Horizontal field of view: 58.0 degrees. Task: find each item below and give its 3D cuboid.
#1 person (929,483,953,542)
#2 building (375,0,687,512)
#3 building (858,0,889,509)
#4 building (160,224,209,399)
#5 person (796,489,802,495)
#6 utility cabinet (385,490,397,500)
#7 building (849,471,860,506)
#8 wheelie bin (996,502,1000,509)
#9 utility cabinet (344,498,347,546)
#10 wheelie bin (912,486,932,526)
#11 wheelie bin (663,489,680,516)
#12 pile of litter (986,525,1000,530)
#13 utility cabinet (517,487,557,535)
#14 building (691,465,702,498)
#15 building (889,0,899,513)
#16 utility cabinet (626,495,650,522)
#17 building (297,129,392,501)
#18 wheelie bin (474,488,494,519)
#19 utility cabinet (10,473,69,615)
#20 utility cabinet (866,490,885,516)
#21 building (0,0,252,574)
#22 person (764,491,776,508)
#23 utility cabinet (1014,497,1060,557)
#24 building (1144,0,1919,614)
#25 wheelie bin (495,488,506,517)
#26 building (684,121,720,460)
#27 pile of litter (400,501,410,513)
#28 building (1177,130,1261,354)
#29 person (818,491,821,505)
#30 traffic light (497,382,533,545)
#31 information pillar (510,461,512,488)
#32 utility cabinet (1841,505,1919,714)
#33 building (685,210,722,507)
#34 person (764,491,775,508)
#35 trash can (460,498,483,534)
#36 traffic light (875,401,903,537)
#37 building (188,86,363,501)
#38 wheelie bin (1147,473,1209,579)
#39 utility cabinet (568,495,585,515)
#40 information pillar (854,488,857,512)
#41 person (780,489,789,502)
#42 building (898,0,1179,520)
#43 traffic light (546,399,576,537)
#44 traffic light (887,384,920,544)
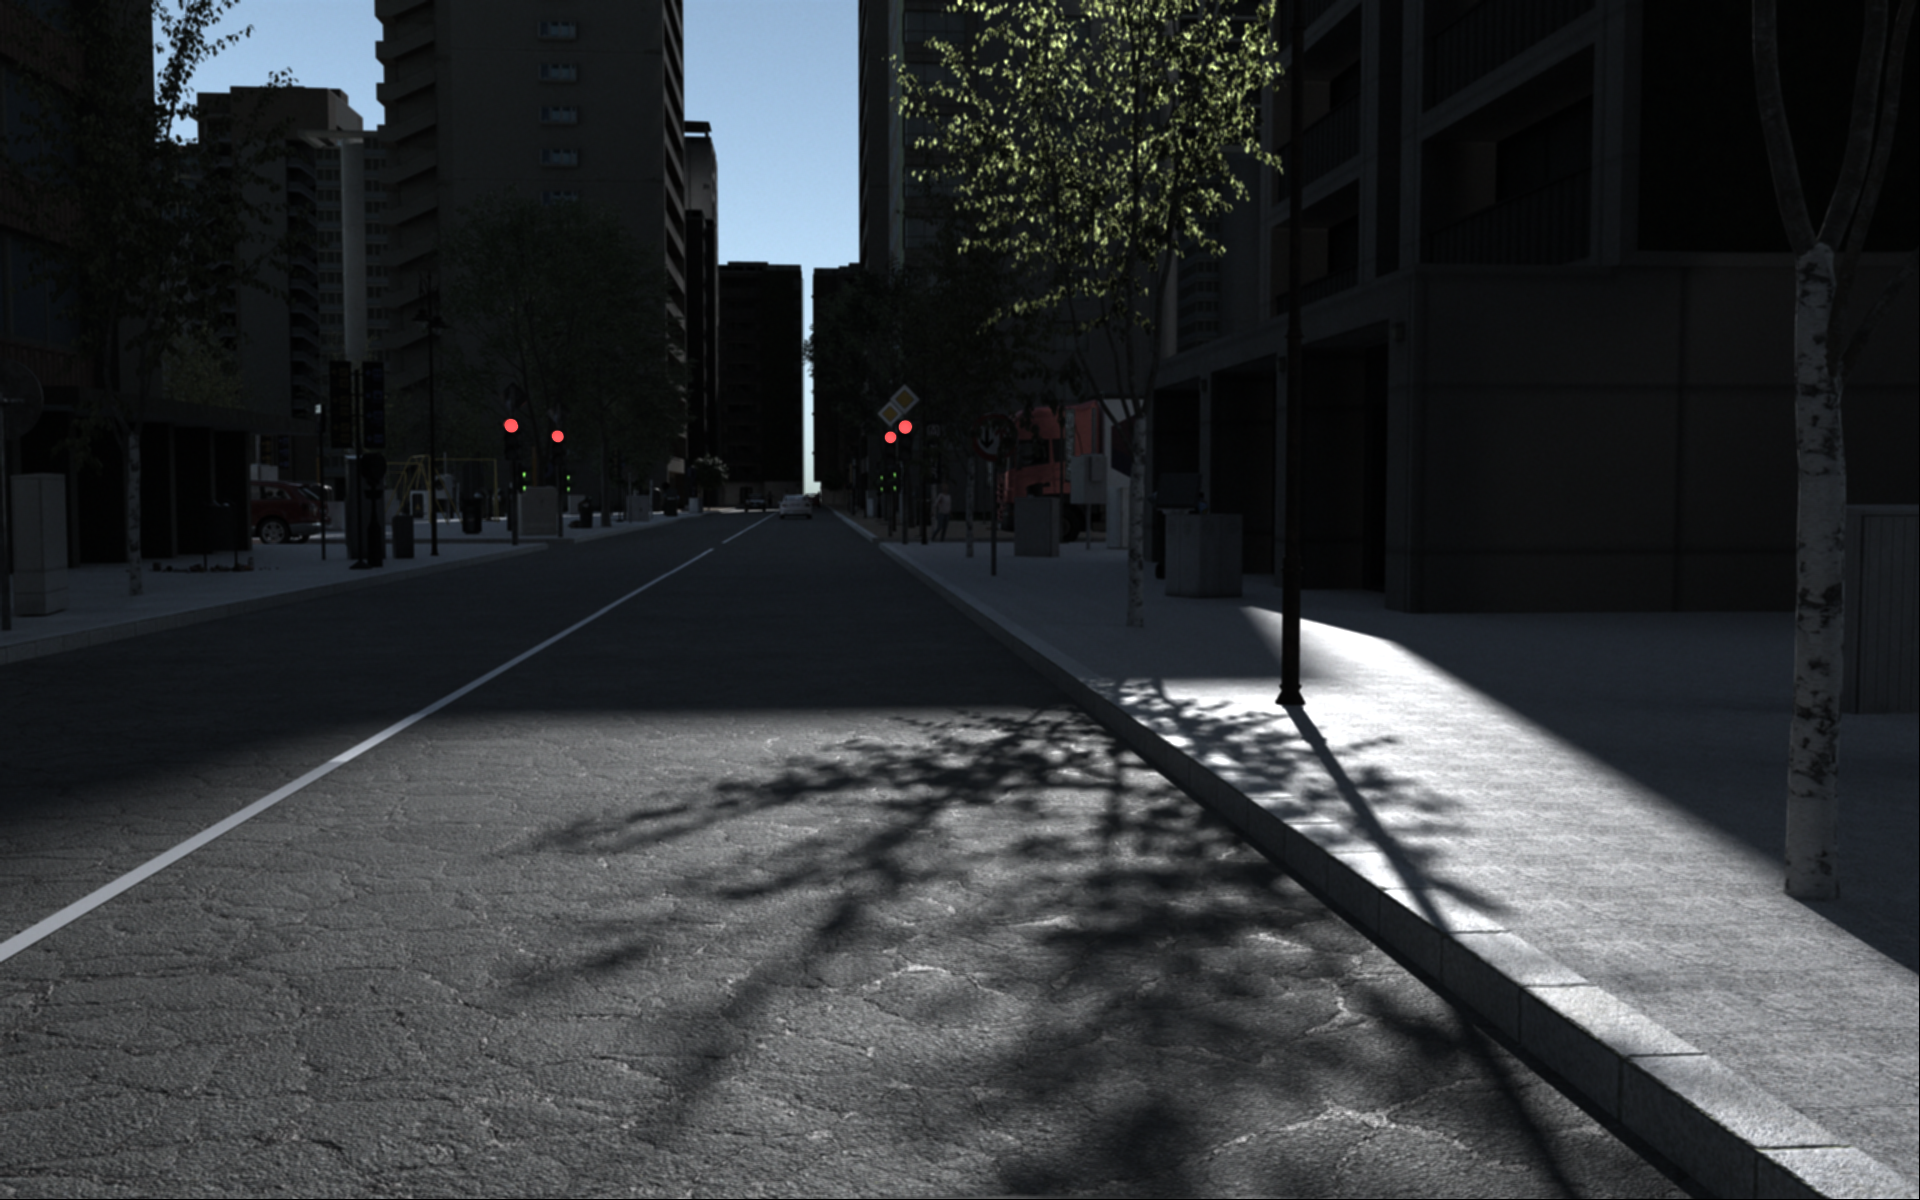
[{"bbox_3d":[-0.594,-2.327,47.225,0.598,1.740,0.731,2,4,32],"label":"person"},{"bbox_3d":[-32.944,-31.278,135.096,21.300,48.544,21.600,0,4,-5],"label":"building"},{"bbox_3d":[2.898,-31.499,138.713,21.300,48.544,21.600,0,4,-5],"label":"building"},{"bbox_3d":[-87.430,-25.423,187.367,14.107,30.474,14.160,0,4,-5],"label":"building"},{"bbox_3d":[-10.365,-6.363,113.210,0.598,1.740,0.731,3,5,43],"label":"person"},{"bbox_3d":[-29.529,-4.946,89.544,0.318,1.500,1.173,0,4,6],"label":"utility cabinet"},{"bbox_3d":[-1.824,-45.980,190.031,20.563,71.187,20.611,0,4,-5],"label":"building"},{"bbox_3d":[1.856,-3.972,72.848,0.693,1.594,0.980,1,4,13],"label":"wheelie bin"},{"bbox_3d":[-15.035,-1.970,43.364,0.306,1.237,1.020,0,4,8],"label":"utility cabinet"},{"bbox_3d":[-1.525,-3.802,70.063,0.980,1.594,0.693,-1,4,-10],"label":"wheelie bin"},{"bbox_3d":[-16.573,-5.599,99.452,0.980,1.594,0.693,0,4,-5],"label":"wheelie bin"},{"bbox_3d":[1.645,-2.916,61.644,1.176,0.858,1.719,-2,4,-30],"label":"pile of litter"},{"bbox_3d":[-13.036,-2.739,53.461,1.173,1.500,0.318,-3,4,-39],"label":"utility cabinet"},{"bbox_3d":[-34.009,-43.866,155.458,20.563,71.187,20.611,0,4,-5],"label":"building"},{"bbox_3d":[2.503,-28.446,115.209,14.600,45.320,14.200,0,4,-5],"label":"building"},{"bbox_3d":[-15.074,-4.276,81.072,1.020,1.237,0.306,0,4,8],"label":"utility cabinet"},{"bbox_3d":[-52.398,-29.923,181.122,23.993,40.220,32.217,0,4,-5],"label":"building"},{"bbox_3d":[-24.278,-4.903,88.071,0.693,1.594,0.980,0,4,5],"label":"wheelie bin"},{"bbox_3d":[-9.893,-0.607,18.610,0.318,1.500,1.173,-1,4,-17],"label":"utility cabinet"},{"bbox_3d":[-4.822,-5.577,99.862,1.173,1.500,0.318,-1,4,-20],"label":"utility cabinet"},{"bbox_3d":[-28.743,-22.884,28.776,28.867,44.769,22.147,0,4,-5],"label":"building"},{"bbox_3d":[-20.205,-10.697,184.127,1.217,1.736,0.721,-1,4,-17],"label":"person"},{"bbox_3d":[1.585,-1.498,35.661,1.020,1.237,0.306,3,5,44],"label":"utility cabinet"},{"bbox_3d":[14.591,-35.691,21.797,20.563,71.187,20.611,0,4,-5],"label":"building"},{"bbox_3d":[-25.552,-5.390,96.039,0.693,1.594,0.980,-2,4,-35],"label":"wheelie bin"},{"bbox_3d":[-33.872,-31.076,191.692,14.086,41.232,14.154,0,4,-5],"label":"building"},{"bbox_3d":[-36.905,-6.234,115.887,1.719,0.858,1.176,1,4,22],"label":"pile of litter"},{"bbox_3d":[34.851,-30.365,188.344,23.993,40.220,32.217,0,4,-5],"label":"building"},{"bbox_3d":[-16.213,-11.639,199.461,0.621,1.740,0.551,-1,4,-17],"label":"person"},{"bbox_3d":[-11.152,-3.330,43.361,0.839,4.253,0.868,0,4,-5],"label":"traffic light"},{"bbox_3d":[-32.228,-8.131,124.304,0.183,3.616,0.504,-1,4,-21],"label":"information pillar"},{"bbox_3d":[5.691,0.054,10.276,1.020,1.237,0.306,-1,4,-12],"label":"utility cabinet"},{"bbox_3d":[-31.784,-24.623,174.286,14.160,30.474,14.107,0,4,-5],"label":"building"},{"bbox_3d":[-20.086,-10.606,182.622,1.217,1.736,0.721,-1,4,-20],"label":"person"},{"bbox_3d":[-15.698,-2.694,55.694,0.748,1.137,0.748,0,3,0],"label":"trash can"},{"bbox_3d":[-2.122,-3.869,52.176,0.839,4.253,0.868,0,4,-5],"label":"traffic light"},{"bbox_3d":[-73.273,-32.867,187.491,14.200,45.320,14.600,0,4,-5],"label":"building"},{"bbox_3d":[3.315,-1.122,26.250,0.980,1.594,0.693,1,4,21],"label":"wheelie bin"},{"bbox_3d":[-23.451,-5.798,105.952,1.020,1.237,0.306,-3,5,-42],"label":"utility cabinet"},{"bbox_3d":[-7.338,-7.128,121.029,0.304,2.012,0.304,0,4,5],"label":"information pillar"},{"bbox_3d":[-12.251,-6.834,120.586,0.716,1.782,0.532,2,4,32],"label":"person"},{"bbox_3d":[3.615,-25.055,93.245,14.154,41.232,14.086,0,4,-5],"label":"building"},{"bbox_3d":[-11.845,-3.816,51.316,0.839,4.253,0.868,0,4,-5],"label":"traffic light"},{"bbox_3d":[-1.428,-3.382,44.220,0.839,4.253,0.868,0,4,-5],"label":"traffic light"}]
